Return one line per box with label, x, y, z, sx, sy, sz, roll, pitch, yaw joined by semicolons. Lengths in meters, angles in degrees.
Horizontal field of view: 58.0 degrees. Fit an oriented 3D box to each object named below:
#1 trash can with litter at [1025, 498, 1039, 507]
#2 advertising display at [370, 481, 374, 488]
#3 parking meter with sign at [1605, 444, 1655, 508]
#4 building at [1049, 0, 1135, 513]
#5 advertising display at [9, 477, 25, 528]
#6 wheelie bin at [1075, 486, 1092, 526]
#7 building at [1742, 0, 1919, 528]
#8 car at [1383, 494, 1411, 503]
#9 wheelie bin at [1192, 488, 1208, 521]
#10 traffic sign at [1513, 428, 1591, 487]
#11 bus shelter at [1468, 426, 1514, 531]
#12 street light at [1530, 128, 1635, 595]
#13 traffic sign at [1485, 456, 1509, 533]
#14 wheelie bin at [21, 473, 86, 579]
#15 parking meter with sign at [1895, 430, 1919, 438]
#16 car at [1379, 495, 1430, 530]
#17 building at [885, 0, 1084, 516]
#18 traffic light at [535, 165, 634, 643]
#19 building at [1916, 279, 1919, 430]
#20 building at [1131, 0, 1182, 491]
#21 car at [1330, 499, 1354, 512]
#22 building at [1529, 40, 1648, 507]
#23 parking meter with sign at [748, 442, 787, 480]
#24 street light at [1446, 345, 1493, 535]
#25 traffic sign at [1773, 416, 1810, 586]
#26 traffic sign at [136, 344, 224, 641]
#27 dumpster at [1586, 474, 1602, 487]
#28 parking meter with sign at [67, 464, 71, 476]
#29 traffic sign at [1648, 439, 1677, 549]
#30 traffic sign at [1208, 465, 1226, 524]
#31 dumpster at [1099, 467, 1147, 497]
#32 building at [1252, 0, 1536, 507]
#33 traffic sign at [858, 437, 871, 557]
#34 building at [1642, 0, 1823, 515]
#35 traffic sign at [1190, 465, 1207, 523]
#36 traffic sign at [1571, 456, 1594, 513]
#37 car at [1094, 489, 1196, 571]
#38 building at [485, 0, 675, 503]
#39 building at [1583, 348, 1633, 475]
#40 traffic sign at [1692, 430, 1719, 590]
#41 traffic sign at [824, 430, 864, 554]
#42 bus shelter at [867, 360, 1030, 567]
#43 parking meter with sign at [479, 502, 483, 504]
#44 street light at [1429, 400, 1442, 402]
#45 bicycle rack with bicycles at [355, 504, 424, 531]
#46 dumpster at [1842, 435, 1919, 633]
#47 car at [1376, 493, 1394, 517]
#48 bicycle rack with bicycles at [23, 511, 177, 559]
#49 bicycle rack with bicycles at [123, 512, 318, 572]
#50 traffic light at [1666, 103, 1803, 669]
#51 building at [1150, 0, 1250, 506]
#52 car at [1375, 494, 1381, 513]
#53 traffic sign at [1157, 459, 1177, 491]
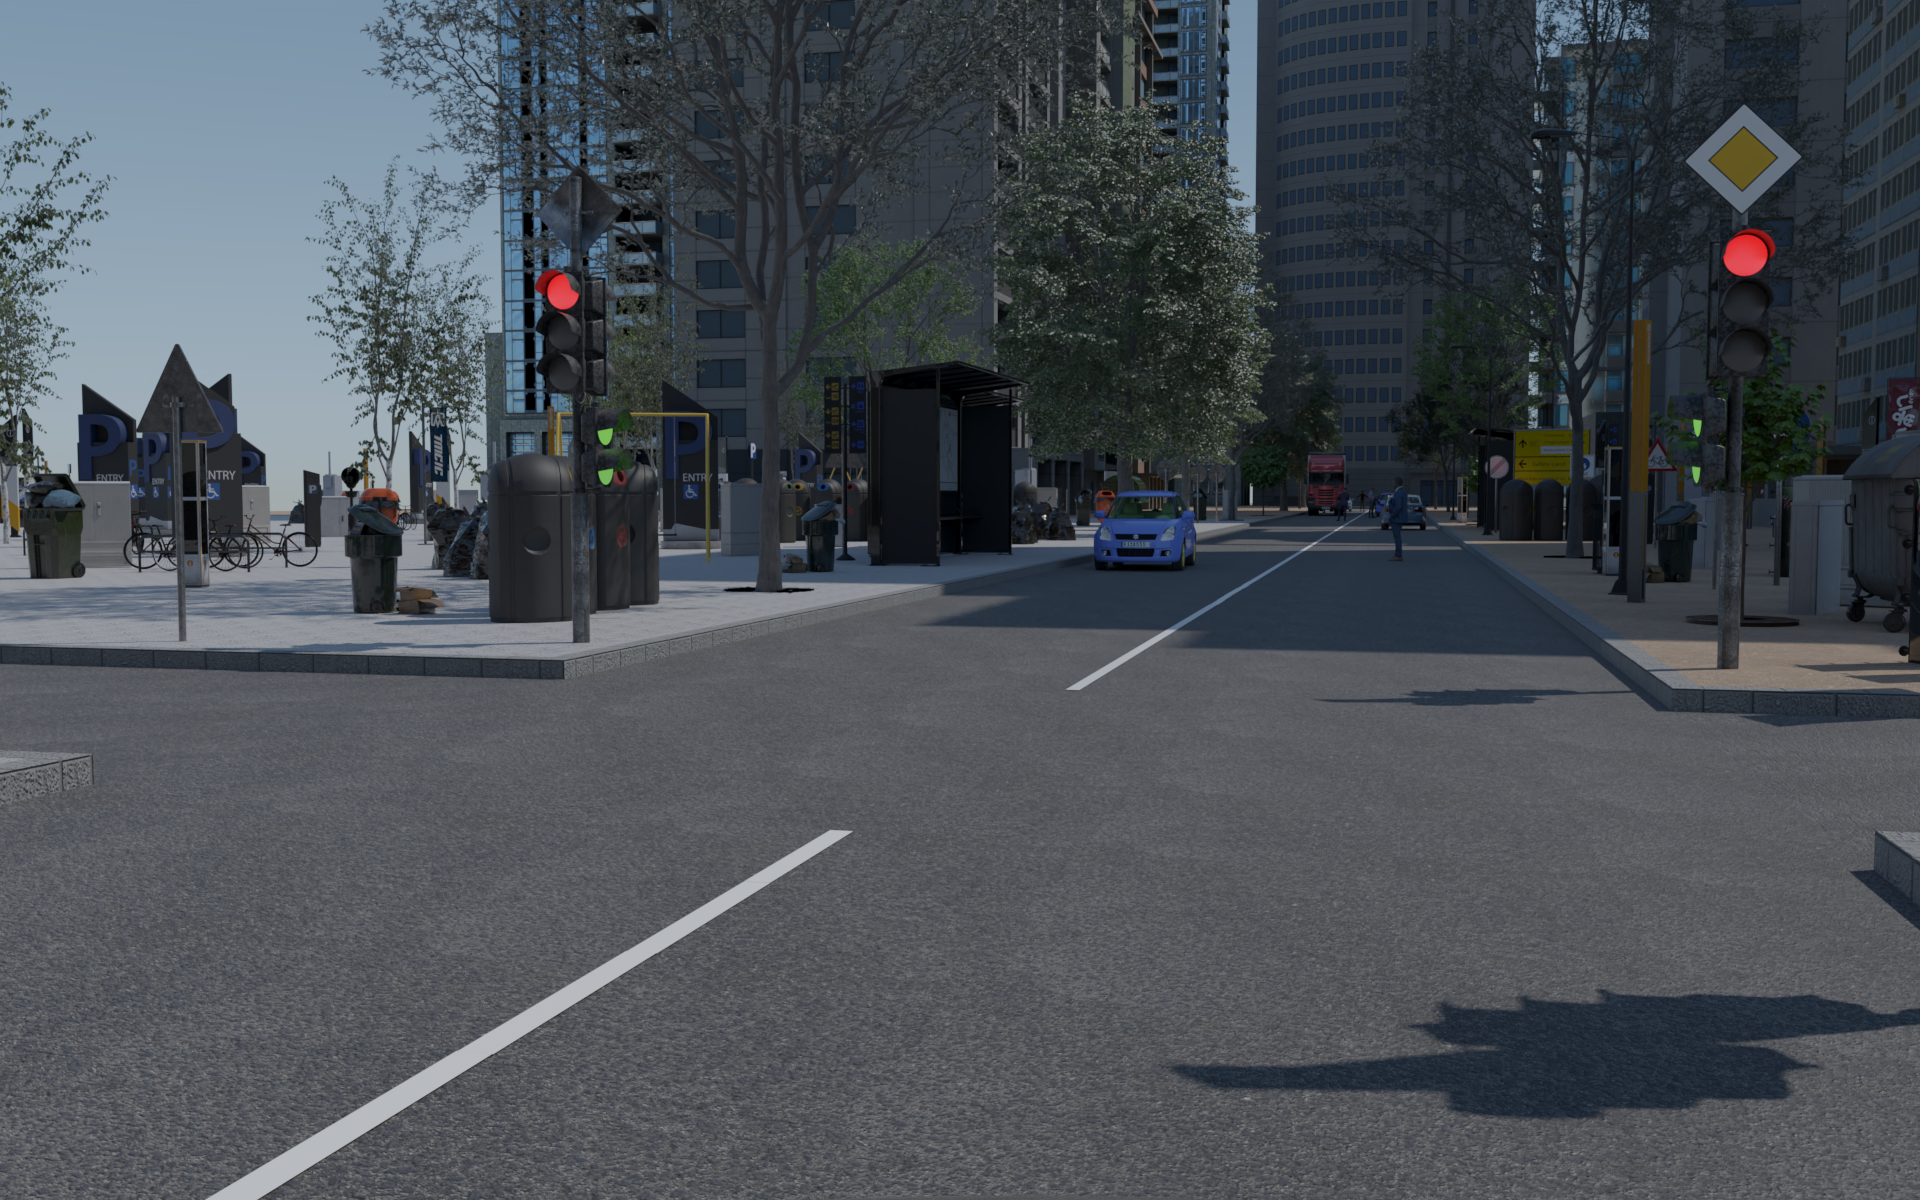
trash can with litter;2.420;-2.461;51.628;1.055;1.170;0.624;2;4;28
advertising display;-28.524;-4.824;84.088;0.123;1.923;0.974;-1;4;-22
parking meter with sign;23.391;-3.925;60.436;1.738;3.016;0.543;-1;4;-17
building;4.012;-26.683;119.864;14.154;41.232;14.086;1;4;14
advertising display;-35.939;-3.729;66.180;0.974;1.923;0.123;0;4;-2
wheelie bin;4.973;-3.781;69.721;0.693;1.594;0.980;0;4;2
building;46.946;-22.666;62.474;32.217;40.220;23.993;1;4;14
car;26.131;-5.651;102.616;2.015;1.641;3.980;1;4;13
wheelie bin;11.616;-4.648;83.906;0.693;1.594;0.980;0;4;-2
traffic sign;18.474;-3.685;54.123;2.265;3.308;0.079;1;4;21
bus shelter;19.455;-4.382;62.921;1.731;3.624;6.357;1;4;14
street light;7.933;-3.028;22.057;1.470;5.913;1.316;1;4;14
traffic sign;17.785;-3.506;57.423;0.768;2.556;0.104;1;4;22
wheelie bin;-13.784;-1.128;26.359;0.980;1.594;0.693;1;4;17
parking meter with sign;11.677;-1.508;20.924;0.543;3.016;1.738;0;4;0
car;17.968;-3.550;70.050;2.014;1.417;4.499;1;4;15
building;-3.442;-40.576;101.671;20.563;71.187;20.611;1;4;14
traffic light;-3.256;-1.586;14.846;0.839;4.253;0.868;1;4;14
building;31.451;-23.744;38.318;14.600;45.320;14.200;1;4;14
building;3.313;-30.078;146.406;28.867;44.769;22.147;1;4;14
car;30.986;-7.881;140.854;2.014;1.417;4.499;1;4;13
building;75.171;-34.379;181.710;30.456;49.044;23.786;1;4;14
parking meter with sign;-6.227;-3.798;58.363;1.738;3.016;0.543;1;4;15
street light;15.917;-4.978;53.934;1.470;5.913;1.316;1;4;14
traffic sign;11.452;-1.474;24.213;0.768;2.556;0.104;1;4;23
traffic sign;-6.774;-0.918;15.018;0.884;2.594;0.081;1;4;16
dumpster;18.427;-2.680;49.571;1.264;1.857;1.865;1;4;14
parking meter with sign;-51.939;-6.303;99.310;1.738;3.016;0.543;-3;4;-39
traffic sign;16.352;-2.488;40.676;0.884;2.594;0.081;1;4;16
traffic sign;11.174;-4.604;75.377;0.768;2.556;0.104;1;4;17
dumpster;5.793;-3.610;61.512;1.502;2.255;1.985;1;4;14
building;46.461;-39.482;187.524;28.212;58.520;21.231;1;4;14
traffic sign;-1.821;-2.147;35.114;0.884;2.594;0.081;2;4;24
building;50.572;-34.048;98.688;21.231;58.520;28.212;1;4;14
traffic sign;10.481;-4.662;76.327;0.768;2.556;0.104;1;4;17
traffic sign;16.256;-2.639;45.277;0.606;2.300;0.079;1;4;16
car;3.621;-1.469;33.606;1.945;1.707;3.694;1;4;12
building;-26.017;-51.288;151.226;31.000;86.520;22.319;1;4;14
building;59.467;-49.749;126.072;22.319;86.520;31.000;1;4;14
traffic sign;10.137;-1.348;23.218;0.795;2.450;0.064;1;4;20
traffic sign;-2.356;-2.142;35.029;0.884;2.594;0.081;1;4;21
bus shelter;-0.119;-2.594;33.699;1.731;3.624;6.357;1;4;14
parking meter with sign;-24.510;-5.800;91.096;1.738;3.016;0.543;-3;5;-44
street light;23.848;-6.912;85.549;1.470;5.913;1.316;1;4;14
bicycle rack with bicycles;-20.228;-2.958;61.737;2.925;0.926;2.852;3;5;44
dumpster;9.296;-0.657;16.495;1.264;1.857;1.865;1;4;14
car;27.365;-6.162;110.334;1.945;1.707;3.694;1;4;13
bicycle rack with bicycles;-18.332;-1.439;36.906;2.852;0.926;2.925;0;4;7
bicycle rack with bicycles;-12.741;-0.977;29.360;2.925;0.926;2.852;0;4;-1
traffic light;5.633;-1.450;12.633;0.839;4.253;0.868;1;4;14
building;17.002;-53.920;194.261;31.000;86.520;22.319;1;4;14
car;32.616;-7.491;132.263;2.009;1.686;4.222;1;4;15
traffic sign;7.582;-3.890;63.708;0.768;2.556;0.104;2;4;24
